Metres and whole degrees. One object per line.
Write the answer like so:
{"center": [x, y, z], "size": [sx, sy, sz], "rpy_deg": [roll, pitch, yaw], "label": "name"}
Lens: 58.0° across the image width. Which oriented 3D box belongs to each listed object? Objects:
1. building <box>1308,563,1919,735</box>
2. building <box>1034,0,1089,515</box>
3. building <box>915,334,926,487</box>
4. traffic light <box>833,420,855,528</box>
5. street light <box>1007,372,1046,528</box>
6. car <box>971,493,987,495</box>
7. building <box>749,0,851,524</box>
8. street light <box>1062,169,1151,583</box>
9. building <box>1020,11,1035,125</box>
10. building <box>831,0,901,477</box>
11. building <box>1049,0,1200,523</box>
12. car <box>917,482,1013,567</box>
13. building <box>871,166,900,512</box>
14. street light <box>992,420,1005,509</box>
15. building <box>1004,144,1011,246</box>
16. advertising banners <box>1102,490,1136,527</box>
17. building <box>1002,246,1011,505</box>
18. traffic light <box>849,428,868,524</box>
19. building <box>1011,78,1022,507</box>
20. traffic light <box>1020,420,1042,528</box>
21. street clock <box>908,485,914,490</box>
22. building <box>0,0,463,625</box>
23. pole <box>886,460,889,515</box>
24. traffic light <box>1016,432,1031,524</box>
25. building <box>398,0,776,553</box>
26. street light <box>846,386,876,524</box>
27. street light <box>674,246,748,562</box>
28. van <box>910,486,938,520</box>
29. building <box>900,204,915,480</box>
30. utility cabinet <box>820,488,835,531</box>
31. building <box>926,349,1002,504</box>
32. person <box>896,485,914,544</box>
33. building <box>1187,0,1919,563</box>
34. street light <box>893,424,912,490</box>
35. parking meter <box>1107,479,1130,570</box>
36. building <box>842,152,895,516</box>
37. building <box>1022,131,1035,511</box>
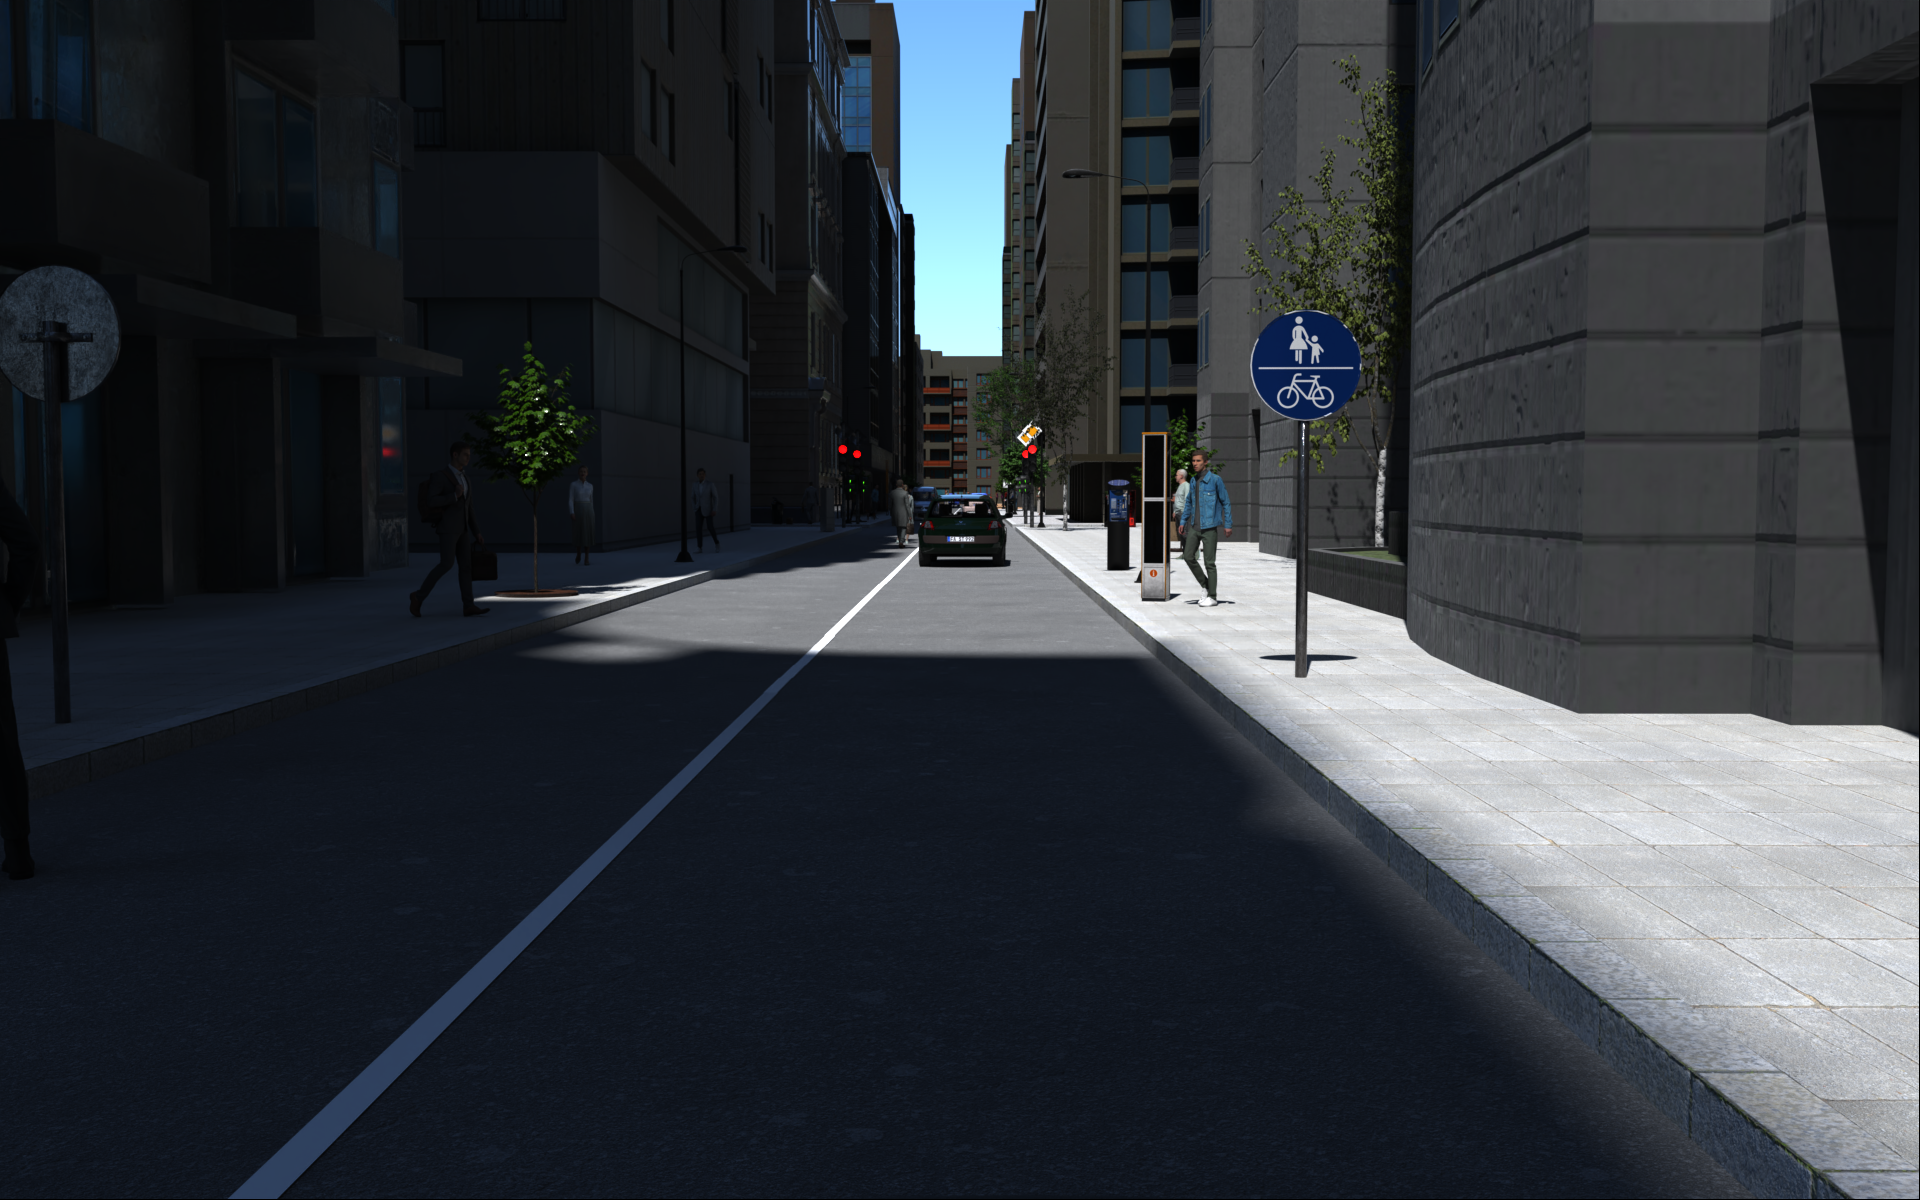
{"center": [14.120, -28.638, 10.237], "size": [21.231, 58.520, 28.212], "rpy_deg": [0, 4, 0], "label": "building"}
{"center": [15.961, -30.015, 114.449], "size": [21.300, 48.544, 21.600], "rpy_deg": [0, 4, 0], "label": "building"}
{"center": [-19.274, -22.355, 210.547], "size": [28.899, 21.520, 27.650], "rpy_deg": [0, 4, 0], "label": "building"}
{"center": [-4.429, -4.724, 66.152], "size": [0.839, 4.253, 0.868], "rpy_deg": [0, 4, 0], "label": "traffic light"}
{"center": [2.573, -5.722, 66.096], "size": [1.470, 5.913, 1.316], "rpy_deg": [0, 4, 0], "label": "street light"}
{"center": [1.222, -6.369, 113.728], "size": [1.945, 1.707, 3.694], "rpy_deg": [0, 4, -1], "label": "car"}
{"center": [-12.625, -18.245, 84.202], "size": [13.634, 28.700, 20.117], "rpy_deg": [0, 4, 0], "label": "building"}
{"center": [2.162, -3.204, 24.921], "size": [1.470, 5.913, 1.316], "rpy_deg": [0, 4, 0], "label": "street light"}
{"center": [12.559, -31.134, 159.159], "size": [14.600, 45.320, 14.200], "rpy_deg": [0, 4, 0], "label": "building"}
{"center": [-12.577, -30.989, 156.775], "size": [14.600, 45.320, 14.200], "rpy_deg": [0, 4, 0], "label": "building"}
{"center": [18.946, -26.256, 83.908], "size": [28.867, 44.769, 22.147], "rpy_deg": [0, 4, 0], "label": "building"}
{"center": [0.082, -1.578, 35.579], "size": [2.009, 1.686, 4.222], "rpy_deg": [0, 4, 2], "label": "car"}
{"center": [-11.109, -19.396, 135.153], "size": [12.078, 24.808, 19.932], "rpy_deg": [0, 4, 0], "label": "building"}
{"center": [2.892, -8.293, 108.132], "size": [1.470, 5.913, 1.316], "rpy_deg": [0, 4, 0], "label": "street light"}
{"center": [12.547, -34.652, 216.676], "size": [14.600, 45.320, 14.200], "rpy_deg": [0, 4, 0], "label": "building"}
{"center": [6.517, -4.318, 66.792], "size": [2.074, 3.025, 0.090], "rpy_deg": [1, 4, 12], "label": "advertising banners"}
{"center": [11.915, -26.380, 203.006], "size": [14.160, 30.474, 14.107], "rpy_deg": [0, 4, 0], "label": "building"}
{"center": [-4.362, -5.212, 74.137], "size": [0.839, 4.253, 0.868], "rpy_deg": [0, 4, 0], "label": "traffic light"}
{"center": [12.112, -29.986, 173.857], "size": [14.154, 41.232, 14.086], "rpy_deg": [0, 4, 0], "label": "building"}
{"center": [2.732, -4.721, 66.107], "size": [0.839, 4.253, 0.868], "rpy_deg": [0, 4, 0], "label": "traffic light"}
{"center": [-3.965, -8.282, 139.976], "size": [0.471, 2.002, 0.358], "rpy_deg": [-1, 4, -19], "label": "street clock"}
{"center": [-19.365, -24.258, 16.225], "size": [23.786, 49.044, 30.456], "rpy_deg": [0, 4, 0], "label": "building"}
{"center": [-4.391, -6.757, 104.323], "size": [0.158, 3.312, 0.155], "rpy_deg": [0, 3, 0], "label": "pole"}
{"center": [2.799, -5.209, 74.092], "size": [0.839, 4.253, 0.868], "rpy_deg": [0, 4, 0], "label": "traffic light"}
{"center": [-19.919, -28.189, 50.126], "size": [27.495, 52.752, 28.713], "rpy_deg": [0, 4, 0], "label": "building"}
{"center": [-4.291, -6.243, 74.612], "size": [1.470, 5.913, 1.316], "rpy_deg": [0, 4, 0], "label": "street light"}
{"center": [-4.671, -3.670, 32.550], "size": [1.470, 5.913, 1.316], "rpy_deg": [0, 4, 0], "label": "street light"}
{"center": [-1.952, -5.342, 94.352], "size": [2.013, 2.044, 4.112], "rpy_deg": [0, 4, 1], "label": "van"}
{"center": [-11.697, -24.443, 171.348], "size": [14.160, 30.474, 14.107], "rpy_deg": [0, 4, 0], "label": "building"}
{"center": [-4.536, -3.099, 59.349], "size": [0.318, 1.500, 1.173], "rpy_deg": [-1, 4, -15], "label": "utility cabinet"}
{"center": [-4.366, -24.629, 247.724], "size": [28.899, 21.520, 27.650], "rpy_deg": [0, 4, 0], "label": "building"}
{"center": [-1.580, -2.487, 50.173], "size": [0.512, 1.701, 0.522], "rpy_deg": [-1, 4, -16], "label": "person"}
{"center": [17.176, -30.848, 46.357], "size": [21.231, 58.520, 28.212], "rpy_deg": [0, 4, 0], "label": "building"}
{"center": [-3.909, -8.744, 115.507], "size": [1.470, 5.913, 1.316], "rpy_deg": [0, 4, 0], "label": "street light"}
{"center": [2.680, -1.276, 29.281], "size": [0.372, 1.533, 0.369], "rpy_deg": [0, 3, 0], "label": "parking meter"}
{"center": [-11.941, -17.801, 110.120], "size": [14.314, 24.678, 30.058], "rpy_deg": [0, 4, 0], "label": "building"}
{"center": [12.065, -22.577, 140.839], "size": [14.160, 30.474, 14.107], "rpy_deg": [0, 4, 0], "label": "building"}
